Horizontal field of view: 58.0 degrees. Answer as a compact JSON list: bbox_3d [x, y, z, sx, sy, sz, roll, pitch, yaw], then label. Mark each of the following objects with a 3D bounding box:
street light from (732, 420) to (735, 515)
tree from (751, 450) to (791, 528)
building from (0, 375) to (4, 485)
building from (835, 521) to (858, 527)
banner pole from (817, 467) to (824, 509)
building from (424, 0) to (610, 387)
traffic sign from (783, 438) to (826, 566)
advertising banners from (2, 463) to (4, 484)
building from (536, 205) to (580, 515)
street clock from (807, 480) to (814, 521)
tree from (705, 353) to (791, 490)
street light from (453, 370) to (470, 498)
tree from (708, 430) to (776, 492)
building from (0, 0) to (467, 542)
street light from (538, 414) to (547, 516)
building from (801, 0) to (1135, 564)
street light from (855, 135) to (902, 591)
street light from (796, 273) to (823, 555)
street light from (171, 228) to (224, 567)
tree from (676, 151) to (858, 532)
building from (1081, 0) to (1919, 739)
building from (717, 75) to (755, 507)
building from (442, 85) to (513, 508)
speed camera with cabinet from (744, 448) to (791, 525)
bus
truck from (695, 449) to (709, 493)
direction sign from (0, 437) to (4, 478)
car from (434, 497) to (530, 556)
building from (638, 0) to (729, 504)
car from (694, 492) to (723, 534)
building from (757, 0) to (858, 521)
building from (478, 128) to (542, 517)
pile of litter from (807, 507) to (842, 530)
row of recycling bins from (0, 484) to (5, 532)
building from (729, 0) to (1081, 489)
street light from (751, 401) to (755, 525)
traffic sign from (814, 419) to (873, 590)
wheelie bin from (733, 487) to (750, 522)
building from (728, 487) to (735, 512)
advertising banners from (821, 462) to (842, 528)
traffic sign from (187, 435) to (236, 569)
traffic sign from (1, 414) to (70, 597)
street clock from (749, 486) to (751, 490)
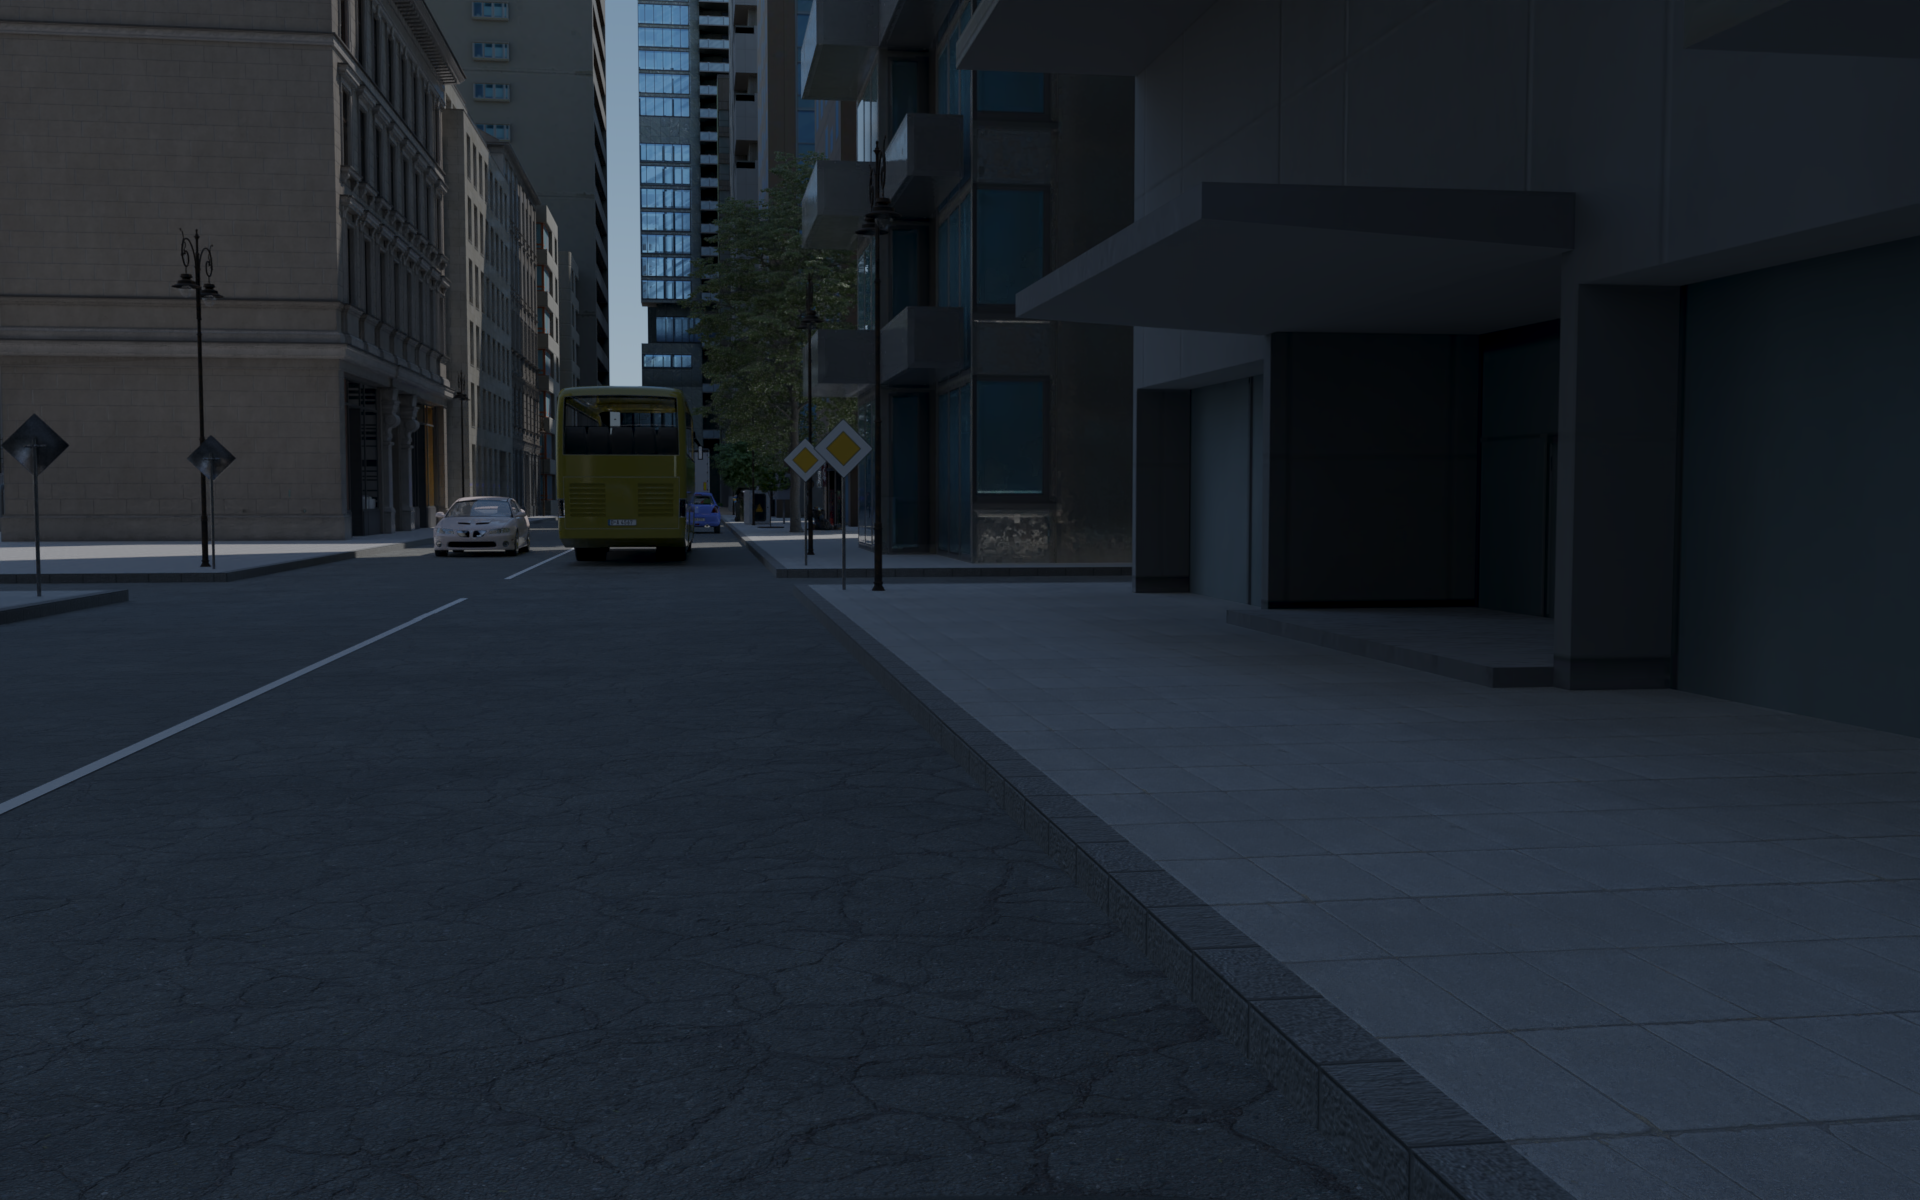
[{"bbox_3d":[-13.744,-8.086,104.997,0.468,5.910,1.993,-1,4,-9],"label":"street light"},{"bbox_3d":[-7.254,-4.330,65.397,1.663,3.219,1.824,0,3,0],"label":"tree"},{"bbox_3d":[-84.994,-29.421,164.634,14.086,41.232,14.154,-1,4,-9],"label":"building"},{"bbox_3d":[1.181,-25.917,73.851,14.600,45.320,14.200,-1,4,-9],"label":"building"},{"bbox_3d":[-6.802,-5.795,84.762,0.401,3.779,0.863,2,4,27],"label":"banner pole"},{"bbox_3d":[-39.978,-31.625,140.777,21.300,48.544,21.600,-1,4,-9],"label":"building"},{"bbox_3d":[-2.768,-1.676,31.043,0.795,2.450,0.064,-1,4,-9],"label":"traffic sign"},{"bbox_3d":[-53.532,-6.151,96.759,0.090,3.025,2.074,-1,4,-23],"label":"advertising banners"},{"bbox_3d":[-40.538,-16.574,116.020,27.650,21.520,28.899,-1,4,-9],"label":"building"},{"bbox_3d":[-7.275,-4.829,83.524,0.471,2.002,0.358,-2,4,-24],"label":"street clock"},{"bbox_3d":[-10.709,-8.498,89.312,4.360,8.622,3.978,0,3,0],"label":"tree"},{"bbox_3d":[-18.531,-5.611,64.520,0.468,5.910,1.993,-1,4,-9],"label":"street light"},{"bbox_3d":[-10.591,-6.162,84.464,4.285,4.588,4.351,0,3,0],"label":"tree"},{"bbox_3d":[-21.583,-12.049,47.907,10.553,20.767,40.483,-1,4,-9],"label":"building"},{"bbox_3d":[-23.989,-7.760,99.667,0.468,5.910,1.993,-1,4,-9],"label":"street light"},{"bbox_3d":[11.372,-25.824,41.827,30.456,49.044,23.786,-1,4,-9],"label":"building"},{"bbox_3d":[-1.084,-3.060,22.818,0.468,5.910,1.993,-1,4,-9],"label":"street light"},{"bbox_3d":[-3.146,-3.886,36.323,0.468,5.910,1.993,-1,4,-9],"label":"street light"},{"bbox_3d":[-13.311,-3.522,30.376,0.468,5.910,1.993,-1,4,-9],"label":"street light"},{"bbox_3d":[-5.489,-8.516,57.372,7.486,12.596,7.792,0,3,0],"label":"tree"},{"bbox_3d":[15.045,-25.770,10.576,28.713,52.752,27.495,-1,4,-9],"label":"building"},{"bbox_3d":[-17.118,-29.963,173.483,14.154,41.232,14.086,-1,4,-9],"label":"building"},{"bbox_3d":[-26.001,-13.547,76.249,10.420,20.320,16.860,-1,4,-9],"label":"building"},{"bbox_3d":[-8.149,-4.847,73.584,2.038,3.252,0.660,-2,4,-33],"label":"speed camera with cabinet"},{"bbox_3d":[-7.474,-2.967,40.054,2.896,3.916,12.252,0,4,-8],"label":"bus"},{"bbox_3d":[-17.707,-7.543,112.248,2.839,4.237,11.283,-1,4,-11],"label":"truck"},{"bbox_3d":[-35.846,-4.464,64.980,0.876,3.537,0.379,-2,4,-26],"label":"direction sign"},{"bbox_3d":[-11.367,-1.774,41.368,2.083,1.381,4.827,-1,4,-9],"label":"car"},{"bbox_3d":[-24.733,-54.160,198.190,31.000,86.520,22.319,-1,4,-9],"label":"building"},{"bbox_3d":[-9.724,-3.330,64.041,1.945,1.707,3.694,-1,4,-9],"label":"car"},{"bbox_3d":[-4.359,-27.459,99.067,14.600,45.320,14.200,-1,4,-9],"label":"building"},{"bbox_3d":[-28.311,-14.952,93.610,9.793,20.994,18.267,-1,4,-9],"label":"building"},{"bbox_3d":[-4.855,-2.913,61.585,1.176,0.858,1.719,-2,4,-33],"label":"pile of litter"},{"bbox_3d":[-32.435,-3.197,59.385,1.069,1.692,3.534,-2,4,-33],"label":"row of recycling bins"},{"bbox_3d":[-6.604,-34.526,153.746,28.713,52.752,27.495,-1,4,-9],"label":"building"},{"bbox_3d":[-8.463,-5.997,70.842,0.468,5.910,1.993,-1,4,-9],"label":"street light"},{"bbox_3d":[-1.557,-1.193,23.150,0.795,2.450,0.064,-1,4,-9],"label":"traffic sign"},{"bbox_3d":[-9.963,-4.402,79.874,0.980,1.594,0.693,-2,4,-35],"label":"wheelie bin"},{"bbox_3d":[-1.015,-26.727,128.875,32.217,40.220,23.993,-1,4,-9],"label":"building"},{"bbox_3d":[-4.778,-4.190,64.692,0.090,3.025,2.074,-2,4,-27],"label":"advertising banners"},{"bbox_3d":[-12.749,-1.584,29.537,0.795,2.450,0.064,-1,4,-9],"label":"traffic sign"},{"bbox_3d":[-11.538,-1.101,21.644,0.795,2.450,0.064,-1,4,-9],"label":"traffic sign"},{"bbox_3d":[-11.323,-5.378,92.508,0.358,2.002,0.471,-2,4,-28],"label":"street clock"}]
